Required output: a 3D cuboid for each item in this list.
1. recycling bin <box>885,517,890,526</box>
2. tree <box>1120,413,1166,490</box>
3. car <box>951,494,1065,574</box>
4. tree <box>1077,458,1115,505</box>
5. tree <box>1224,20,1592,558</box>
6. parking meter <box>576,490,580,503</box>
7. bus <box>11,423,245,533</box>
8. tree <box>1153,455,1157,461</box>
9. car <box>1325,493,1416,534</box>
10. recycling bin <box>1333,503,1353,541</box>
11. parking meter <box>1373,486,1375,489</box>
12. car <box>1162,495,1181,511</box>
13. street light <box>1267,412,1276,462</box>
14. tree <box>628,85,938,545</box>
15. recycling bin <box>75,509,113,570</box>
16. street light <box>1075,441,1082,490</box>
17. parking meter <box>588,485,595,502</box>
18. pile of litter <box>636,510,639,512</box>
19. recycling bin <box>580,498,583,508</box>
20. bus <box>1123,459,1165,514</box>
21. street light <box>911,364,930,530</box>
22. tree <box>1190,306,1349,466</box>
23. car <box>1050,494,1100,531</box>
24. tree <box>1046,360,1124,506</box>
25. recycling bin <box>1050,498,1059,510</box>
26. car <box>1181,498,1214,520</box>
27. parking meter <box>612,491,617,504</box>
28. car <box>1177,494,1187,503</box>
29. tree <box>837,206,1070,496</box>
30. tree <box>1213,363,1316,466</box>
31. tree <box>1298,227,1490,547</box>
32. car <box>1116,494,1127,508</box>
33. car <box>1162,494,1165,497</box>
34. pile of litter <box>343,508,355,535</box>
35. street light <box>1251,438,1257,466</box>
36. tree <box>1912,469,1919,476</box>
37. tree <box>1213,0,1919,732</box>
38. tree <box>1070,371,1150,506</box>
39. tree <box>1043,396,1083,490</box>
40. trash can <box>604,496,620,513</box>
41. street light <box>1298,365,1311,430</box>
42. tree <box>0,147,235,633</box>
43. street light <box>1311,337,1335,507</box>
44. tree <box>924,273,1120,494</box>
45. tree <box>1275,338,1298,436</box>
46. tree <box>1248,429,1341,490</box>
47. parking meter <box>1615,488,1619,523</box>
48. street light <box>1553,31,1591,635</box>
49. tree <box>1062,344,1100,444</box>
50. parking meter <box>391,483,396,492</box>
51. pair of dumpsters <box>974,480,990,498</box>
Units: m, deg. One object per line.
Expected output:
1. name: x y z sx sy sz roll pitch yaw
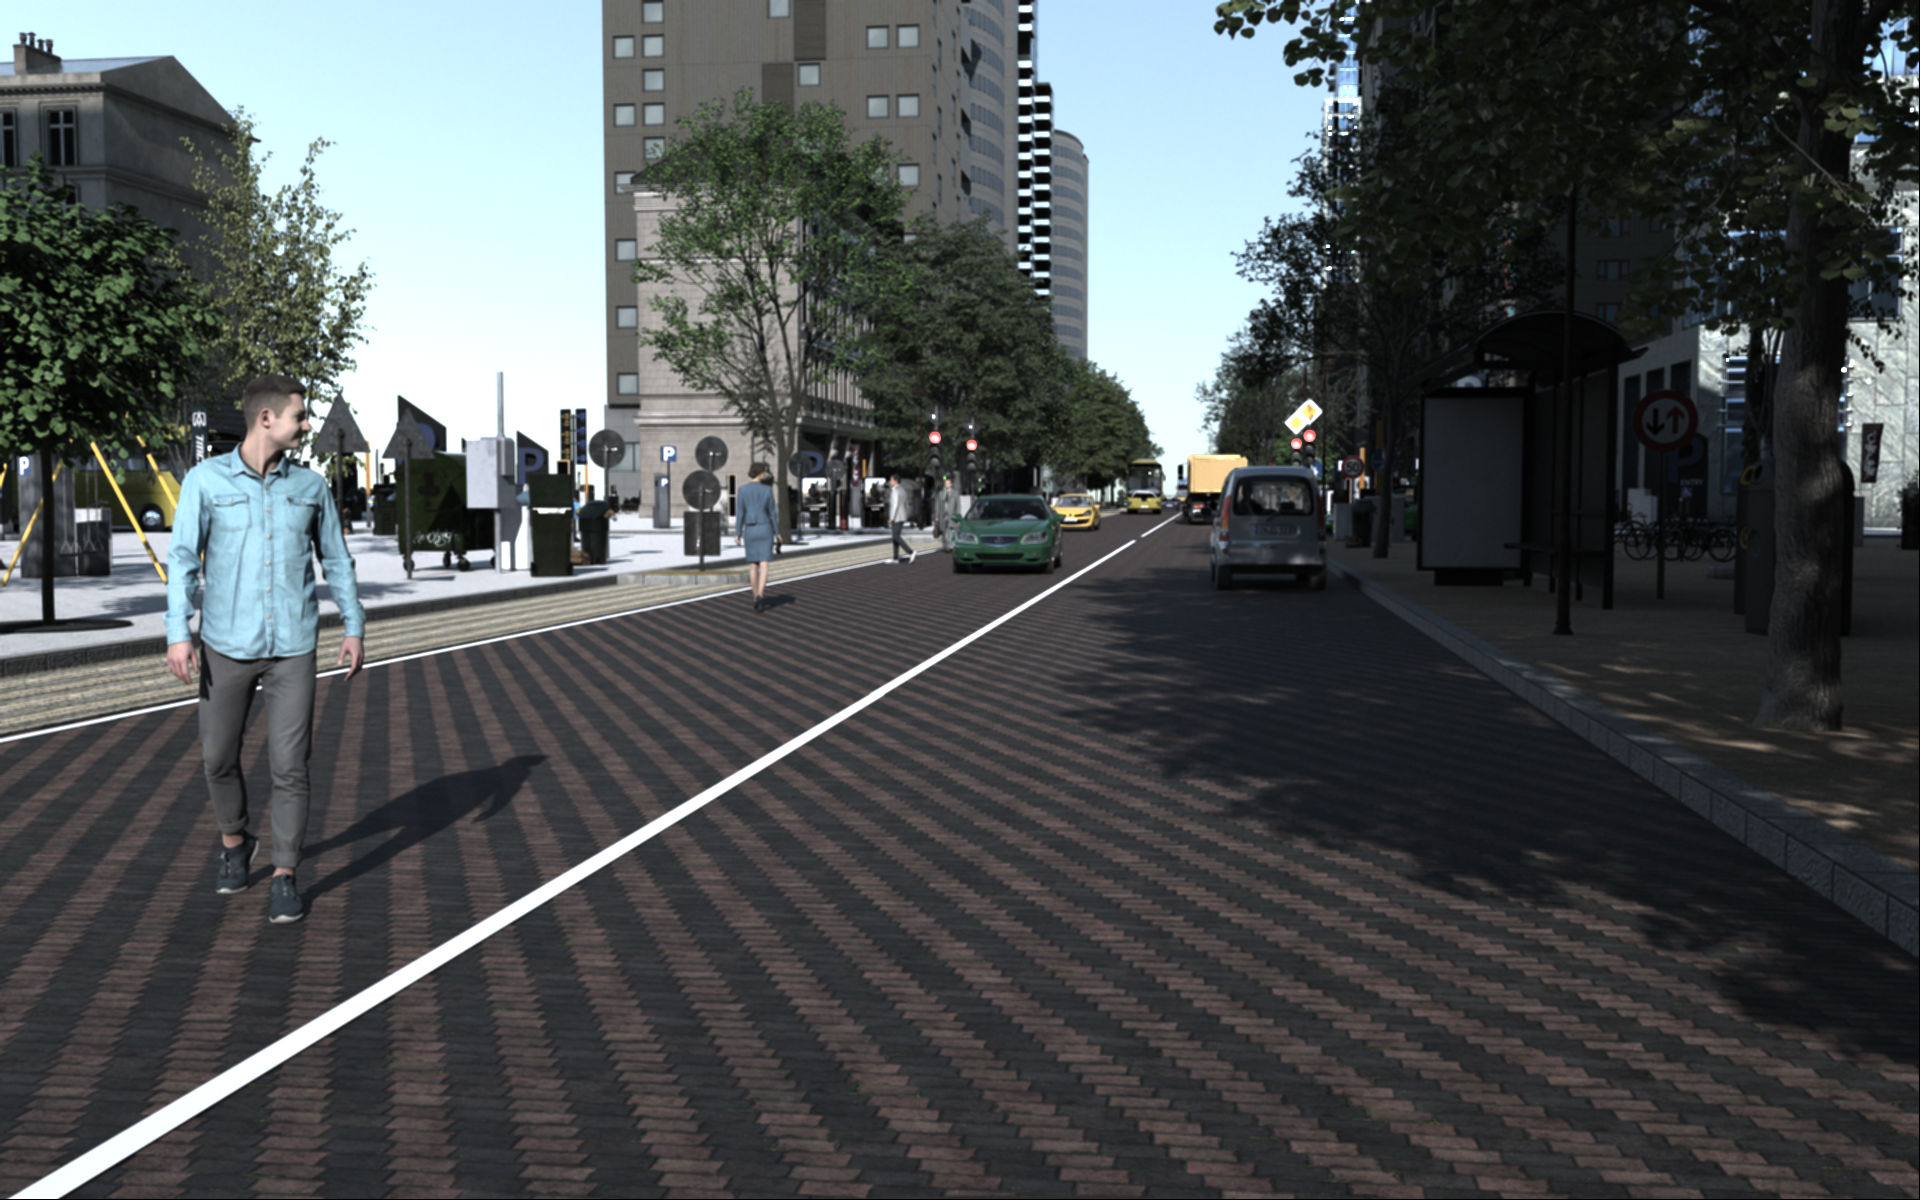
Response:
1. recycling bin: -3.345 -3.529 70.259 0.722 1.027 0.722 3 4 39
2. tree: 22.682 -19.212 231.118 9.611 12.733 9.660 0 3 0
3. car: 0.951 -1.281 32.737 2.131 1.459 4.920 0 4 6
4. tree: 12.227 -10.550 156.199 4.285 4.588 4.351 0 3 0
5. tree: 8.719 -6.106 34.240 7.601 10.594 8.767 2 4 32
6. parking meter: -22.995 -5.836 103.832 0.372 1.533 0.369 0 3 0
7. bus: -30.747 -4.255 61.114 12.252 3.916 2.896 1 4 10
8. tree: 30.439 -20.337 282.869 4.737 8.622 4.395 0 3 0
9. car: 13.640 -2.775 54.159 4.718 1.807 1.959 1 4 9
10. recycling bin: 10.640 -2.141 47.555 0.722 1.027 0.722 1 4 10
11. parking meter: 28.730 -6.990 119.996 0.255 1.863 0.399 1 4 12
12. car: 18.114 -8.390 149.751 1.945 1.354 3.894 0 4 7
13. street light: 17.472 -7.615 97.285 0.468 5.910 1.993 1 4 8
14. tree: -4.418 -7.209 43.616 9.928 11.665 9.643 0 3 0
15. recycling bin: -14.989 -1.054 29.792 0.722 1.027 0.722 -2 4 -26
16. street light: 9.515 -10.024 136.682 0.468 5.910 1.993 1 4 8
17. parking meter: -22.946 -6.244 107.799 0.255 1.863 0.399 1 4 19
18. pile of litter: -22.421 -6.651 122.710 1.176 0.858 1.719 -1 4 -23
19. recycling bin: -27.540 -6.835 124.304 0.722 1.027 0.722 -2 4 -34
20. bus: 13.430 -8.211 125.799 2.896 3.916 12.252 0 4 7
21. street light: -1.397 -5.446 61.830 0.468 5.910 1.993 1 4 8
22. tree: 19.921 -12.361 112.469 12.009 13.543 11.850 0 3 0
23. car: 4.504 -3.513 67.661 2.015 1.641 3.980 1 4 10
24. tree: 11.024 -13.963 146.420 7.486 12.596 7.792 0 3 0
25. recycling bin: 6.537 -6.298 115.534 0.722 1.027 0.722 3 5 41
26. car: 13.282 -5.299 96.425 2.009 1.686 4.222 1 4 8
27. parking meter: -26.276 -7.538 131.652 0.372 1.533 0.369 0 3 0
28. car: 33.567 -15.391 261.870 2.015 1.641 3.980 1 4 9
29. tree: -0.289 -10.355 75.958 9.857 13.997 8.962 0 3 0
30. tree: 22.120 -12.218 125.518 9.928 11.665 9.643 0 3 0
31. tree: 10.665 -5.595 41.835 4.360 8.622 3.978 0 3 0
32. car: 15.765 -9.475 163.718 1.959 1.807 4.718 1 4 9
33. car: 31.737 -16.072 272.994 2.015 1.641 3.980 0 4 7
34. pile of litter: -19.813 -2.512 55.044 1.176 0.858 1.719 0 4 -8
35. street light: 23.427 -10.132 138.441 0.468 5.910 1.993 1 4 8
36. tree: 35.976 -4.202 63.303 1.663 3.219 1.824 0 3 0
37. tree: 5.040 -5.575 9.271 7.486 12.596 7.792 0 3 0
38. tree: 14.683 -16.644 178.782 9.857 13.997 8.962 0 3 0
39. tree: 7.197 -10.761 126.307 4.360 8.622 3.978 0 3 0
40. trash can: -20.655 -5.523 101.962 0.748 1.137 0.748 0 3 0
41. street light: 12.374 -5.469 62.204 0.468 5.910 1.993 1 4 8
42. tree: -8.714 -2.002 16.450 4.285 4.588 4.351 0 3 0
43. street light: 10.599 -4.746 50.387 0.468 5.910 1.993 1 4 8
44. tree: 2.106 -10.534 89.239 9.611 12.733 9.660 0 3 0
45. tree: 14.663 -7.368 70.830 4.360 8.622 3.978 0 3 0
46. tree: 16.043 -5.911 80.361 4.285 4.588 4.351 0 3 0
47. parking meter: 28.870 -4.158 76.391 0.372 1.533 0.369 0 3 0
48. street light: 5.517 -2.623 15.668 0.468 5.910 1.993 1 4 8
49. tree: 5.309 -11.608 115.552 9.928 11.665 9.643 0 3 0
50. parking meter: -29.472 -5.150 89.906 0.255 1.863 0.399 1 4 9
51. pair of dumpsters: 1.651 -6.168 103.345 1.574 2.255 4.437 1 4 8
